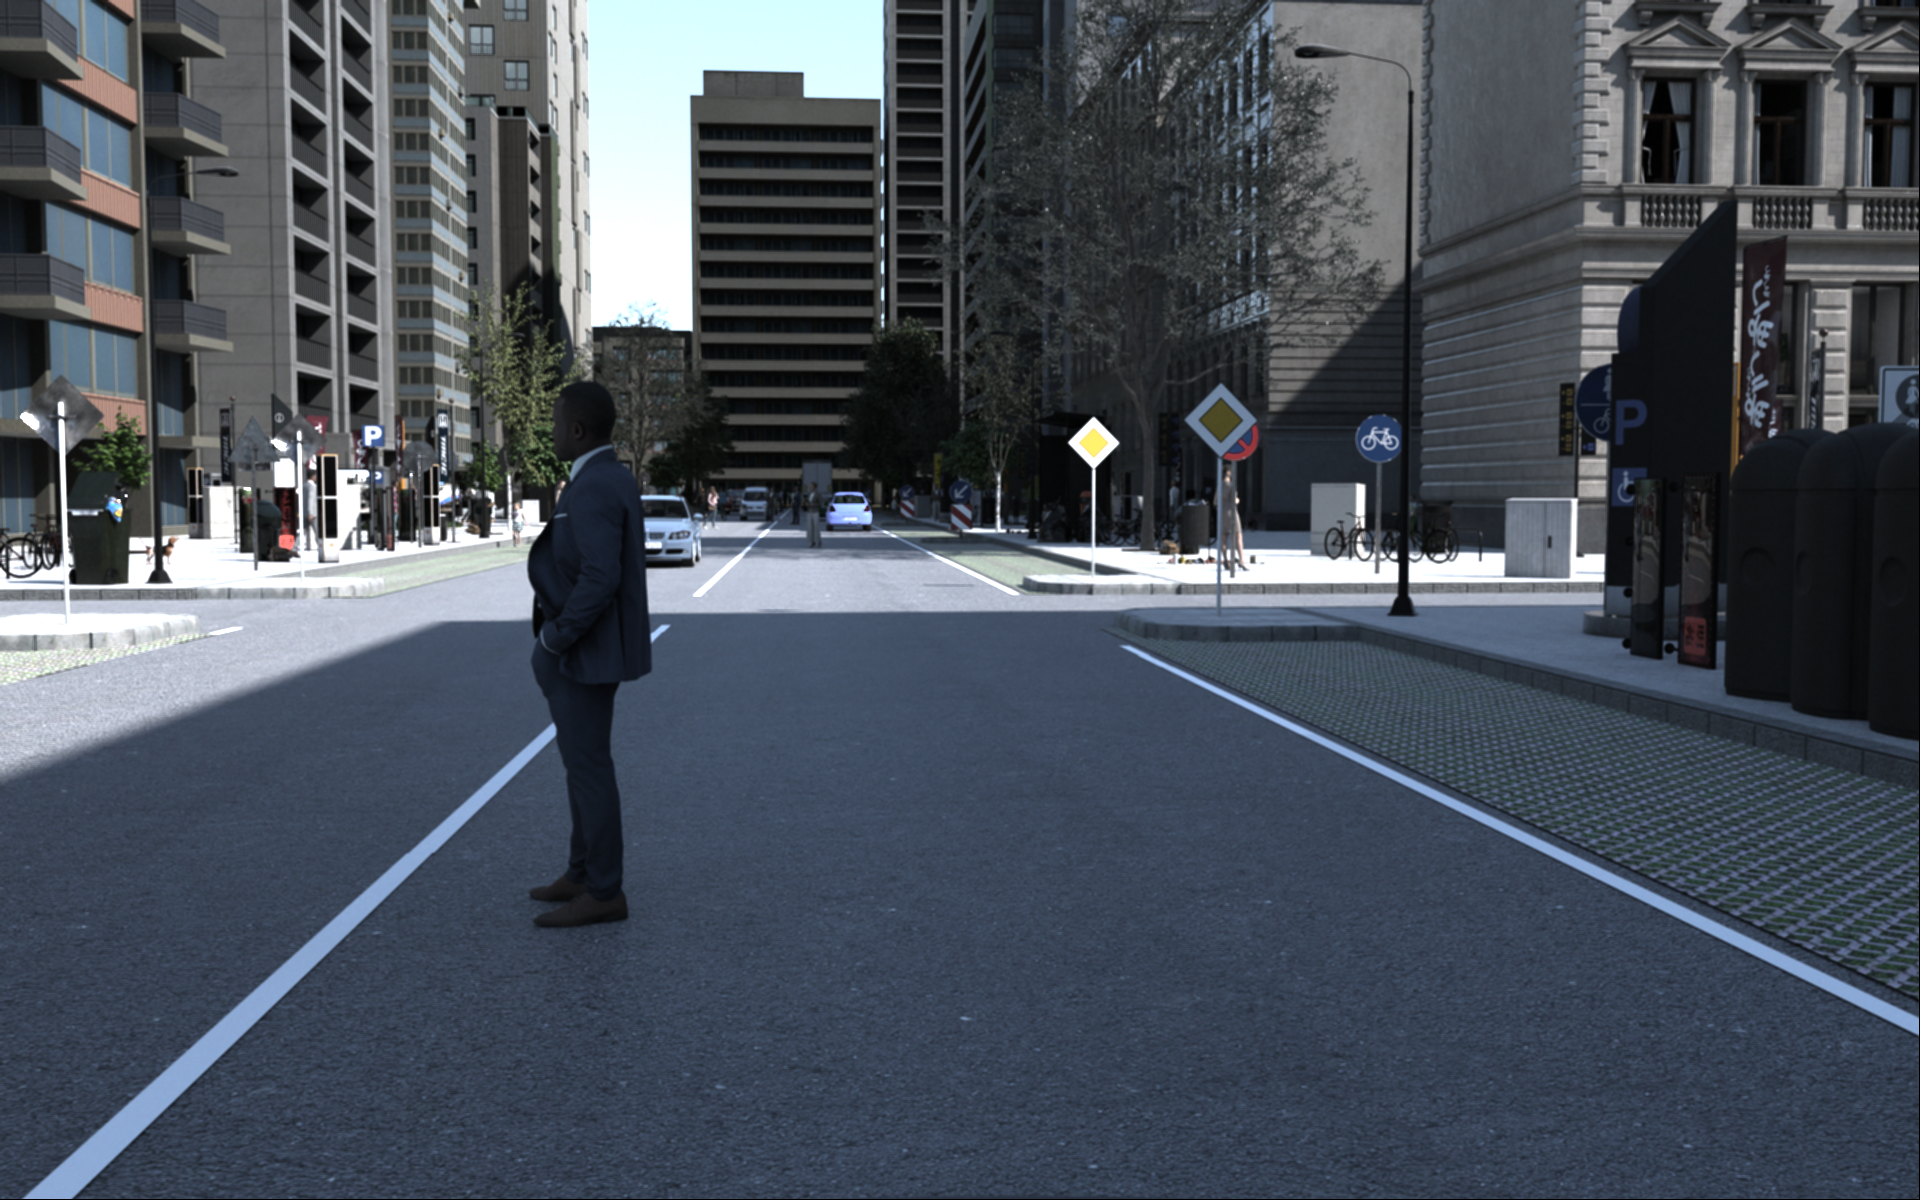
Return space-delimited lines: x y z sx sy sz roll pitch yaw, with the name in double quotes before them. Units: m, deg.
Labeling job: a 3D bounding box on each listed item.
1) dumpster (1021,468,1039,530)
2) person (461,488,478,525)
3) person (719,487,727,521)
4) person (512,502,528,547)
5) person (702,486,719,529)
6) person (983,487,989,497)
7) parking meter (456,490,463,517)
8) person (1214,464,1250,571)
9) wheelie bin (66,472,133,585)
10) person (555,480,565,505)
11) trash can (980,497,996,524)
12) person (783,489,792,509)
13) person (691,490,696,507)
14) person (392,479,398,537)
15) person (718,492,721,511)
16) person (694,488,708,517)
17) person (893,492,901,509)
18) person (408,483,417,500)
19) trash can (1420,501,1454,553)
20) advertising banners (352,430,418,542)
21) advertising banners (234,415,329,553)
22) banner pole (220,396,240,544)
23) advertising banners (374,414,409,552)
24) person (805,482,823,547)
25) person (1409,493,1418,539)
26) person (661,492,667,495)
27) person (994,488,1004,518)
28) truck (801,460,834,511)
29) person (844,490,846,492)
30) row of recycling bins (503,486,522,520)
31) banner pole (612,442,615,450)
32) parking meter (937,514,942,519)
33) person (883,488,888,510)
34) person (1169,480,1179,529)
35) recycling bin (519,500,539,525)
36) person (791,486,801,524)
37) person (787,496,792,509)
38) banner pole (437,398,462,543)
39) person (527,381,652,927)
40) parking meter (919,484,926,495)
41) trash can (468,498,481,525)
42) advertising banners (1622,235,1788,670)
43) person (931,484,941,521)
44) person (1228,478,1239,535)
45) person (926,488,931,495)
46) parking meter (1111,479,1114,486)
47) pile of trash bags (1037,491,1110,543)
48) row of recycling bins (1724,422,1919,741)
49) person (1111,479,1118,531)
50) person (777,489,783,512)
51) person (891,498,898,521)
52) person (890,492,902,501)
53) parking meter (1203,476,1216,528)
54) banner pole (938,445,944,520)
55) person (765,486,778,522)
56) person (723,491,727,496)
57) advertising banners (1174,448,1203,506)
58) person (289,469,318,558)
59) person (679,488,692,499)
"dumpster" 3.069 -3.698 62.949 1.502 2.255 1.985 0 4 -5
"person" -20.393 -4.053 72.279 0.822 1.834 0.622 1 4 19
"person" -12.523 -5.055 91.492 0.444 1.785 0.601 3 5 45
"person" -11.777 -2.010 46.381 0.505 1.210 0.382 1 4 16
"person" -10.266 -3.801 71.242 0.643 1.750 0.593 1 4 12
"person" 1.699 -7.361 126.481 1.350 1.814 0.705 -3 5 -44
"parking meter" -28.240 -5.458 97.645 0.372 1.533 0.369 0 3 0
"person" 4.583 -1.396 29.202 0.374 1.781 0.599 -3 4 -37
"wheelie bin" -12.239 -1.022 24.622 0.980 1.594 0.693 1 4 11
"person" -9.619 -2.024 41.927 0.374 1.781 0.599 -1 4 -9
"trash can" 1.237 -3.775 73.375 0.748 1.137 0.748 0 3 0
"person" -16.368 -9.421 162.162 1.348 1.869 0.705 -2 4 -30
"person" -25.776 -9.910 168.887 1.217 1.723 0.721 -2 4 -31
"person" -16.817 -2.721 51.363 0.643 1.720 0.563 -1 4 -20
"person" -17.902 -7.363 129.568 1.217 1.739 0.721 1 4 9
"person" -15.719 -5.949 105.786 0.705 1.821 1.348 3 5 43
"person" -5.233 -8.378 146.277 1.065 1.426 0.557 0 4 7
"person" -23.023 -4.023 72.402 0.643 1.750 0.593 1 4 19
"trash can" 10.337 -1.584 37.556 0.748 1.137 0.748 0 3 0
"advertising banners" -15.554 -3.099 46.858 2.074 3.025 0.090 1 4 19
"advertising banners" -14.818 -2.552 37.921 2.074 3.025 0.090 -3 5 -40
"banner pole" -18.752 -3.331 44.471 0.863 3.779 0.401 3 4 37
"advertising banners" -12.818 -2.611 38.884 0.090 3.025 2.074 -2 4 -35
"person" -3.965 -2.297 46.600 0.519 1.759 0.362 3 4 37
"person" 12.906 -2.385 49.282 0.590 1.304 0.306 -3 5 -43
"person" -28.128 -9.714 164.861 0.705 1.824 1.348 -3 5 -45
"person" 2.093 -5.099 89.682 0.573 1.790 0.520 1 4 19
"truck" -12.131 -9.697 147.455 2.839 4.237 11.283 0 4 -5
"person" -11.347 -9.913 170.540 1.348 1.831 0.705 0 4 -7
"row of recycling bins" -22.286 -4.923 87.601 1.069 1.692 3.534 0 4 -1
"banner pole" -16.652 -5.673 82.769 0.401 3.779 0.863 -3 5 -43
"parking meter" -1.006 -4.939 89.168 0.372 1.533 0.369 0 3 0
"person" -5.922 -8.122 139.526 0.721 1.739 1.217 0 4 -7
"person" 7.972 -3.547 64.257 0.478 1.798 0.641 -2 4 -24
"recycling bin" -18.223 -3.710 73.210 0.722 1.027 0.722 -2 4 -26
"person" -7.722 -4.467 81.720 0.419 1.800 0.721 -2 4 -34
"person" -16.926 -9.742 171.006 0.697 1.427 0.421 1 4 9
"banner pole" -13.383 -3.377 45.223 0.401 3.779 0.863 1 4 18
"person" -1.248 0.175 5.829 0.419 1.800 0.721 -1 4 -14
"parking meter" -2.069 -5.515 95.881 0.399 1.863 0.255 0 4 -3
"trash can" -17.121 -3.061 61.703 0.748 1.137 0.748 0 3 0
"advertising banners" 5.477 -1.017 12.821 0.090 3.025 2.074 0 4 -6
"person" -1.106 -4.592 81.665 0.519 1.759 0.362 0 4 -7
"person" 8.357 -2.936 54.068 0.660 1.820 0.620 -2 4 -35
"person" -3.100 -9.504 161.379 1.348 1.831 0.705 -1 4 -12
"parking meter" 5.319 -3.431 61.814 0.255 1.863 0.399 -1 4 -19
"pile of trash bags" 3.202 -2.281 47.041 1.912 1.369 3.447 1 4 13
"row of recycling bins" 5.383 -0.152 9.597 1.069 1.692 3.534 0 4 -4
"person" 5.103 -3.306 59.461 0.474 1.900 0.648 2 4 28
"person" -14.290 -7.857 136.829 0.599 1.838 0.709 1 4 11
"person" -3.465 -4.781 91.356 0.352 1.250 0.332 -2 4 -32
"person" -5.089 -7.898 138.429 1.065 1.426 0.557 2 4 28
"parking meter" 8.104 -3.089 56.212 0.399 1.863 0.255 1 4 23
"banner pole" -0.906 -5.897 86.429 0.401 3.779 0.863 0 4 -8
"person" -9.621 -4.885 88.328 0.622 1.834 0.822 -1 4 -10
"person" -20.724 -8.729 151.901 1.217 1.739 0.721 -1 4 -19
"advertising banners" 8.811 -4.270 66.000 2.074 3.025 0.090 -3 4 -37
"person" -13.096 -1.746 34.859 0.678 1.792 0.850 3 5 44
"person" -24.649 -9.107 155.077 1.348 1.807 0.705 -3 5 -39
